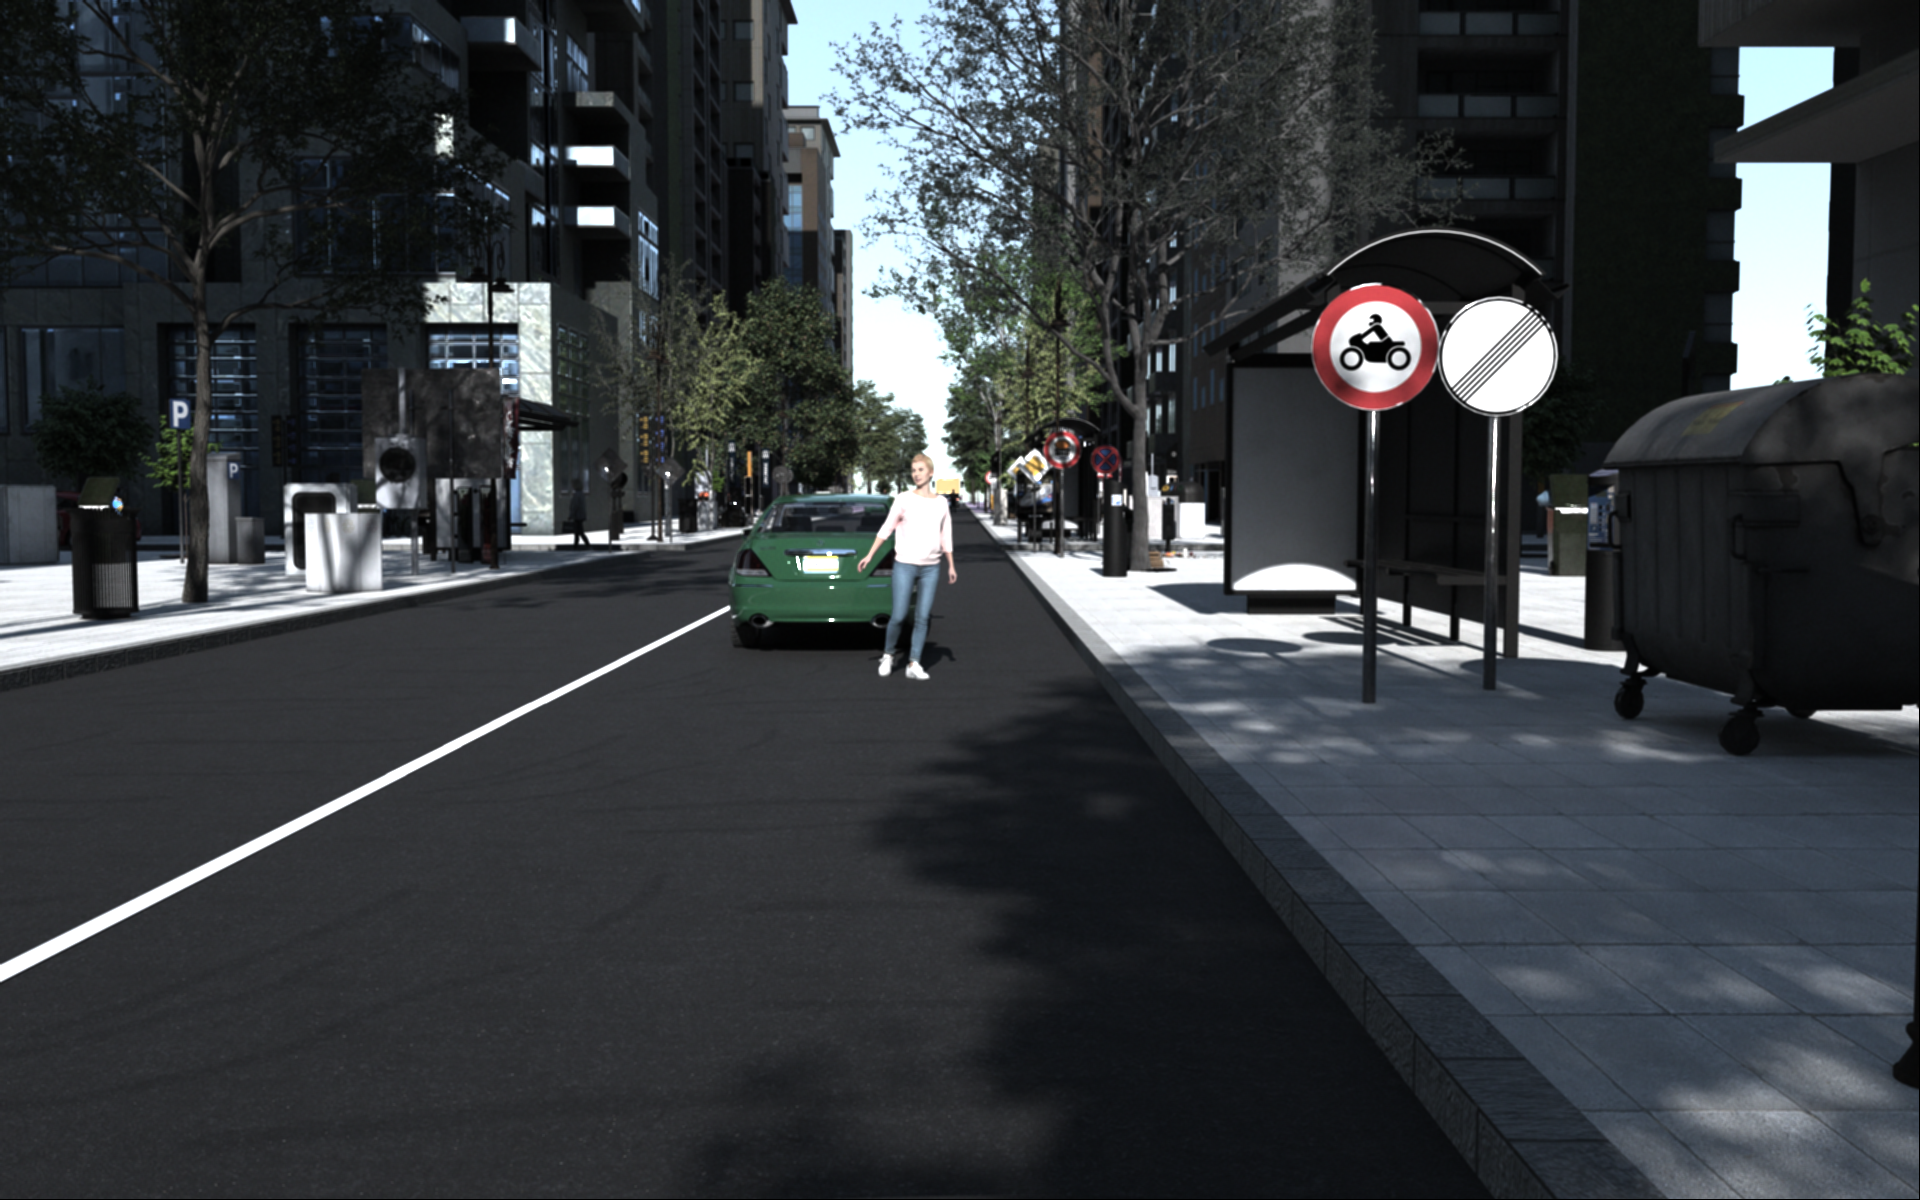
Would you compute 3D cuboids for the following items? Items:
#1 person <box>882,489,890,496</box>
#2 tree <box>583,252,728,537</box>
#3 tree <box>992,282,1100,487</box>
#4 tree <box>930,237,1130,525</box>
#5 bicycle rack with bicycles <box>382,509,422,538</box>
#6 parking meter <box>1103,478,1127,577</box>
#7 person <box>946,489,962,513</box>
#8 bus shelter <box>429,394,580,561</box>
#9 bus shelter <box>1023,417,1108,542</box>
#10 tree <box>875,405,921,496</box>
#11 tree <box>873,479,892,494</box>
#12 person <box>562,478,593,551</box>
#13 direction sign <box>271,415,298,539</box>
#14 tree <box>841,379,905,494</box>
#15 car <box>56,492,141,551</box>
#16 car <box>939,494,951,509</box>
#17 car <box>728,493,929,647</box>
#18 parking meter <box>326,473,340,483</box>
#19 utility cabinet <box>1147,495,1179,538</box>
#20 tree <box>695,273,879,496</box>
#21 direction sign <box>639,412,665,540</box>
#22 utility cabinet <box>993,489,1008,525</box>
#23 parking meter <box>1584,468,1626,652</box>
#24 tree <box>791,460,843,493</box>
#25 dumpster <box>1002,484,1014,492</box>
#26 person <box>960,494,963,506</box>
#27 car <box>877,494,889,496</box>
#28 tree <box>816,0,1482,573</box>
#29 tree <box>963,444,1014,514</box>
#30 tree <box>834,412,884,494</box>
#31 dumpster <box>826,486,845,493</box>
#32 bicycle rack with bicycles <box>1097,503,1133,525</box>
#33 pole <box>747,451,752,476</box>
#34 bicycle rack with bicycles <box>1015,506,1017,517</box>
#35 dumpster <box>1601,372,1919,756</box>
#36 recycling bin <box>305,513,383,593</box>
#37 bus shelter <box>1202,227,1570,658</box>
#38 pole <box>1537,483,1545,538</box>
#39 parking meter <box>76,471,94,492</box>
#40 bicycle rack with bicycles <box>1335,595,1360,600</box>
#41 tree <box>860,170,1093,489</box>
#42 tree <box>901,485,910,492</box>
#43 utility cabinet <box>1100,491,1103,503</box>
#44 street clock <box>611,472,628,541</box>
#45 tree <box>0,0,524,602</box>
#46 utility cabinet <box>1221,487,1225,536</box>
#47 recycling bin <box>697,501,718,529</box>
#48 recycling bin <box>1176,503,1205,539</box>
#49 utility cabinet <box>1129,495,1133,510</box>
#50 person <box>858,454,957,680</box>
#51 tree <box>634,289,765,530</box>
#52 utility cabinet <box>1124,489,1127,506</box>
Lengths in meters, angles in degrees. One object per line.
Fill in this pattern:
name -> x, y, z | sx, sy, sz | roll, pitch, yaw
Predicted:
person -> -5.728, -7.573, 132.458 | 1.348, 1.807, 0.705 | -1, 4, -19
tree -> -9.061, -6.214, 51.968 | 4.360, 8.622, 3.978 | 0, 3, 0
tree -> 2.878, -6.764, 60.960 | 4.737, 8.622, 4.395 | 0, 3, 0
tree -> 2.940, -8.904, 71.338 | 9.928, 11.665, 9.643 | 0, 3, 0
bicycle rack with bicycles -> -16.613, -2.329, 51.461 | 2.852, 0.926, 2.925 | -3, 4, -37
parking meter -> 2.409, -1.130, 26.880 | 0.372, 1.533, 0.369 | 0, 3, 0
person -> -0.502, -7.518, 131.449 | 1.348, 1.821, 0.705 | 0, 4, -1
bus shelter -> -9.416, -2.552, 35.651 | 2.014, 3.302, 5.546 | 0, 4, 0
bus shelter -> 2.876, -3.334, 48.427 | 2.014, 3.302, 5.546 | 0, 3, 0
tree -> -8.548, -20.760, 246.084 | 9.857, 13.997, 8.962 | 0, 3, 0
tree -> -8.516, -11.677, 185.527 | 1.663, 3.219, 1.824 | 0, 3, 0
person -> -8.933, -1.945, 40.489 | 0.728, 1.800, 0.709 | 1, 4, 11
direction sign -> -19.411, -3.537, 49.821 | 0.876, 3.537, 0.379 | 1, 4, 21
tree -> -9.174, -15.460, 170.896 | 7.486, 12.596, 7.792 | 0, 3, 0
car -> -22.062, -1.983, 41.464 | 4.494, 1.783, 2.155 | 0, 4, 0
car -> -1.609, -9.581, 168.653 | 2.014, 1.417, 4.499 | 0, 4, 1
car -> -1.233, -0.356, 17.625 | 2.131, 1.459, 4.920 | 0, 3, 0
parking meter -> -17.122, -2.545, 47.327 | 0.255, 1.863, 0.399 | -3, 5, -43
utility cabinet -> 5.909, -2.440, 51.051 | 1.020, 1.237, 0.306 | 2, 4, 28
tree -> -8.992, -10.570, 89.825 | 9.611, 12.733, 9.660 | 0, 3, 0
direction sign -> -8.532, -3.428, 48.047 | 0.876, 3.537, 0.379 | 2, 4, 27
utility cabinet -> 1.652, -3.765, 70.238 | 0.318, 1.500, 1.173 | -1, 4, -13
parking meter -> 5.347, -0.357, 14.243 | 0.372, 1.533, 0.369 | 0, 3, 0
tree -> -8.467, -7.237, 102.045 | 4.285, 4.588, 4.351 | 0, 3, 0
dumpster -> 3.551, -7.097, 118.537 | 1.502, 2.255, 1.985 | 0, 3, 0
person -> 0.104, -12.364, 213.875 | 0.599, 1.433, 0.991 | -1, 4, -18
car -> -5.446, -6.398, 116.412 | 2.131, 1.459, 4.920 | 0, 4, 0
tree -> 2.887, -7.221, 28.427 | 12.009, 13.543, 11.850 | 0, 3, 0
tree -> 2.221, -7.856, 112.165 | 4.285, 4.588, 4.351 | 0, 3, 0
tree -> -9.341, -11.812, 143.485 | 4.737, 8.622, 4.395 | 0, 3, 0
dumpster -> -8.507, -6.875, 118.169 | 1.264, 1.857, 1.865 | 0, 3, 0
bicycle rack with bicycles -> 6.172, -3.656, 73.154 | 2.852, 0.926, 2.925 | -3, 4, -38
pole -> -10.015, -5.425, 82.549 | 0.158, 3.312, 0.155 | 0, 3, 0
bicycle rack with bicycles -> 3.409, -5.138, 97.393 | 2.925, 0.926, 2.852 | -1, 4, -10
dumpster -> 4.331, -0.207, 9.140 | 1.264, 1.857, 1.865 | 0, 4, 0
recycling bin -> -8.111, -0.627, 22.803 | 0.722, 1.027, 0.722 | 3, 4, 37
bus shelter -> 3.606, -1.345, 15.920 | 2.014, 3.302, 5.546 | 0, 3, 0
pole -> 16.947, -3.464, 50.486 | 0.158, 3.312, 0.155 | 0, 3, 0
parking meter -> -22.548, -2.385, 44.701 | 0.399, 1.863, 0.255 | -3, 5, -45
bicycle rack with bicycles -> 5.462, -0.516, 21.816 | 2.925, 0.926, 2.852 | 1, 4, 14
tree -> 0.958, -15.031, 101.650 | 12.611, 20.169, 13.585 | 0, 3, 0
tree -> -8.753, -17.339, 278.094 | 1.663, 3.219, 1.824 | 0, 3, 0
utility cabinet -> 8.688, -5.765, 102.941 | 0.318, 1.500, 1.173 | -1, 4, -18
street clock -> -9.533, -2.641, 47.753 | 0.471, 2.002, 0.358 | 3, 5, 44
tree -> -8.773, -5.259, 20.396 | 7.601, 10.594, 8.767 | -2, 4, -27
utility cabinet -> 8.025, -2.653, 52.051 | 0.318, 1.500, 1.173 | 0, 4, 4
recycling bin -> -9.330, -3.095, 63.160 | 0.722, 1.027, 0.722 | 3, 4, 37
recycling bin -> 6.567, -2.250, 49.347 | 0.722, 1.027, 0.722 | 0, 4, -2
utility cabinet -> 8.414, -4.262, 80.843 | 1.020, 1.237, 0.306 | 2, 4, 24
person -> -0.455, -0.264, 13.493 | 0.731, 1.740, 0.598 | -2, 4, -27
tree -> -9.134, -6.803, 61.587 | 4.737, 8.622, 4.395 | 0, 3, 0
utility cabinet -> 4.930, -2.735, 53.394 | 0.318, 1.500, 1.173 | 0, 4, -2
